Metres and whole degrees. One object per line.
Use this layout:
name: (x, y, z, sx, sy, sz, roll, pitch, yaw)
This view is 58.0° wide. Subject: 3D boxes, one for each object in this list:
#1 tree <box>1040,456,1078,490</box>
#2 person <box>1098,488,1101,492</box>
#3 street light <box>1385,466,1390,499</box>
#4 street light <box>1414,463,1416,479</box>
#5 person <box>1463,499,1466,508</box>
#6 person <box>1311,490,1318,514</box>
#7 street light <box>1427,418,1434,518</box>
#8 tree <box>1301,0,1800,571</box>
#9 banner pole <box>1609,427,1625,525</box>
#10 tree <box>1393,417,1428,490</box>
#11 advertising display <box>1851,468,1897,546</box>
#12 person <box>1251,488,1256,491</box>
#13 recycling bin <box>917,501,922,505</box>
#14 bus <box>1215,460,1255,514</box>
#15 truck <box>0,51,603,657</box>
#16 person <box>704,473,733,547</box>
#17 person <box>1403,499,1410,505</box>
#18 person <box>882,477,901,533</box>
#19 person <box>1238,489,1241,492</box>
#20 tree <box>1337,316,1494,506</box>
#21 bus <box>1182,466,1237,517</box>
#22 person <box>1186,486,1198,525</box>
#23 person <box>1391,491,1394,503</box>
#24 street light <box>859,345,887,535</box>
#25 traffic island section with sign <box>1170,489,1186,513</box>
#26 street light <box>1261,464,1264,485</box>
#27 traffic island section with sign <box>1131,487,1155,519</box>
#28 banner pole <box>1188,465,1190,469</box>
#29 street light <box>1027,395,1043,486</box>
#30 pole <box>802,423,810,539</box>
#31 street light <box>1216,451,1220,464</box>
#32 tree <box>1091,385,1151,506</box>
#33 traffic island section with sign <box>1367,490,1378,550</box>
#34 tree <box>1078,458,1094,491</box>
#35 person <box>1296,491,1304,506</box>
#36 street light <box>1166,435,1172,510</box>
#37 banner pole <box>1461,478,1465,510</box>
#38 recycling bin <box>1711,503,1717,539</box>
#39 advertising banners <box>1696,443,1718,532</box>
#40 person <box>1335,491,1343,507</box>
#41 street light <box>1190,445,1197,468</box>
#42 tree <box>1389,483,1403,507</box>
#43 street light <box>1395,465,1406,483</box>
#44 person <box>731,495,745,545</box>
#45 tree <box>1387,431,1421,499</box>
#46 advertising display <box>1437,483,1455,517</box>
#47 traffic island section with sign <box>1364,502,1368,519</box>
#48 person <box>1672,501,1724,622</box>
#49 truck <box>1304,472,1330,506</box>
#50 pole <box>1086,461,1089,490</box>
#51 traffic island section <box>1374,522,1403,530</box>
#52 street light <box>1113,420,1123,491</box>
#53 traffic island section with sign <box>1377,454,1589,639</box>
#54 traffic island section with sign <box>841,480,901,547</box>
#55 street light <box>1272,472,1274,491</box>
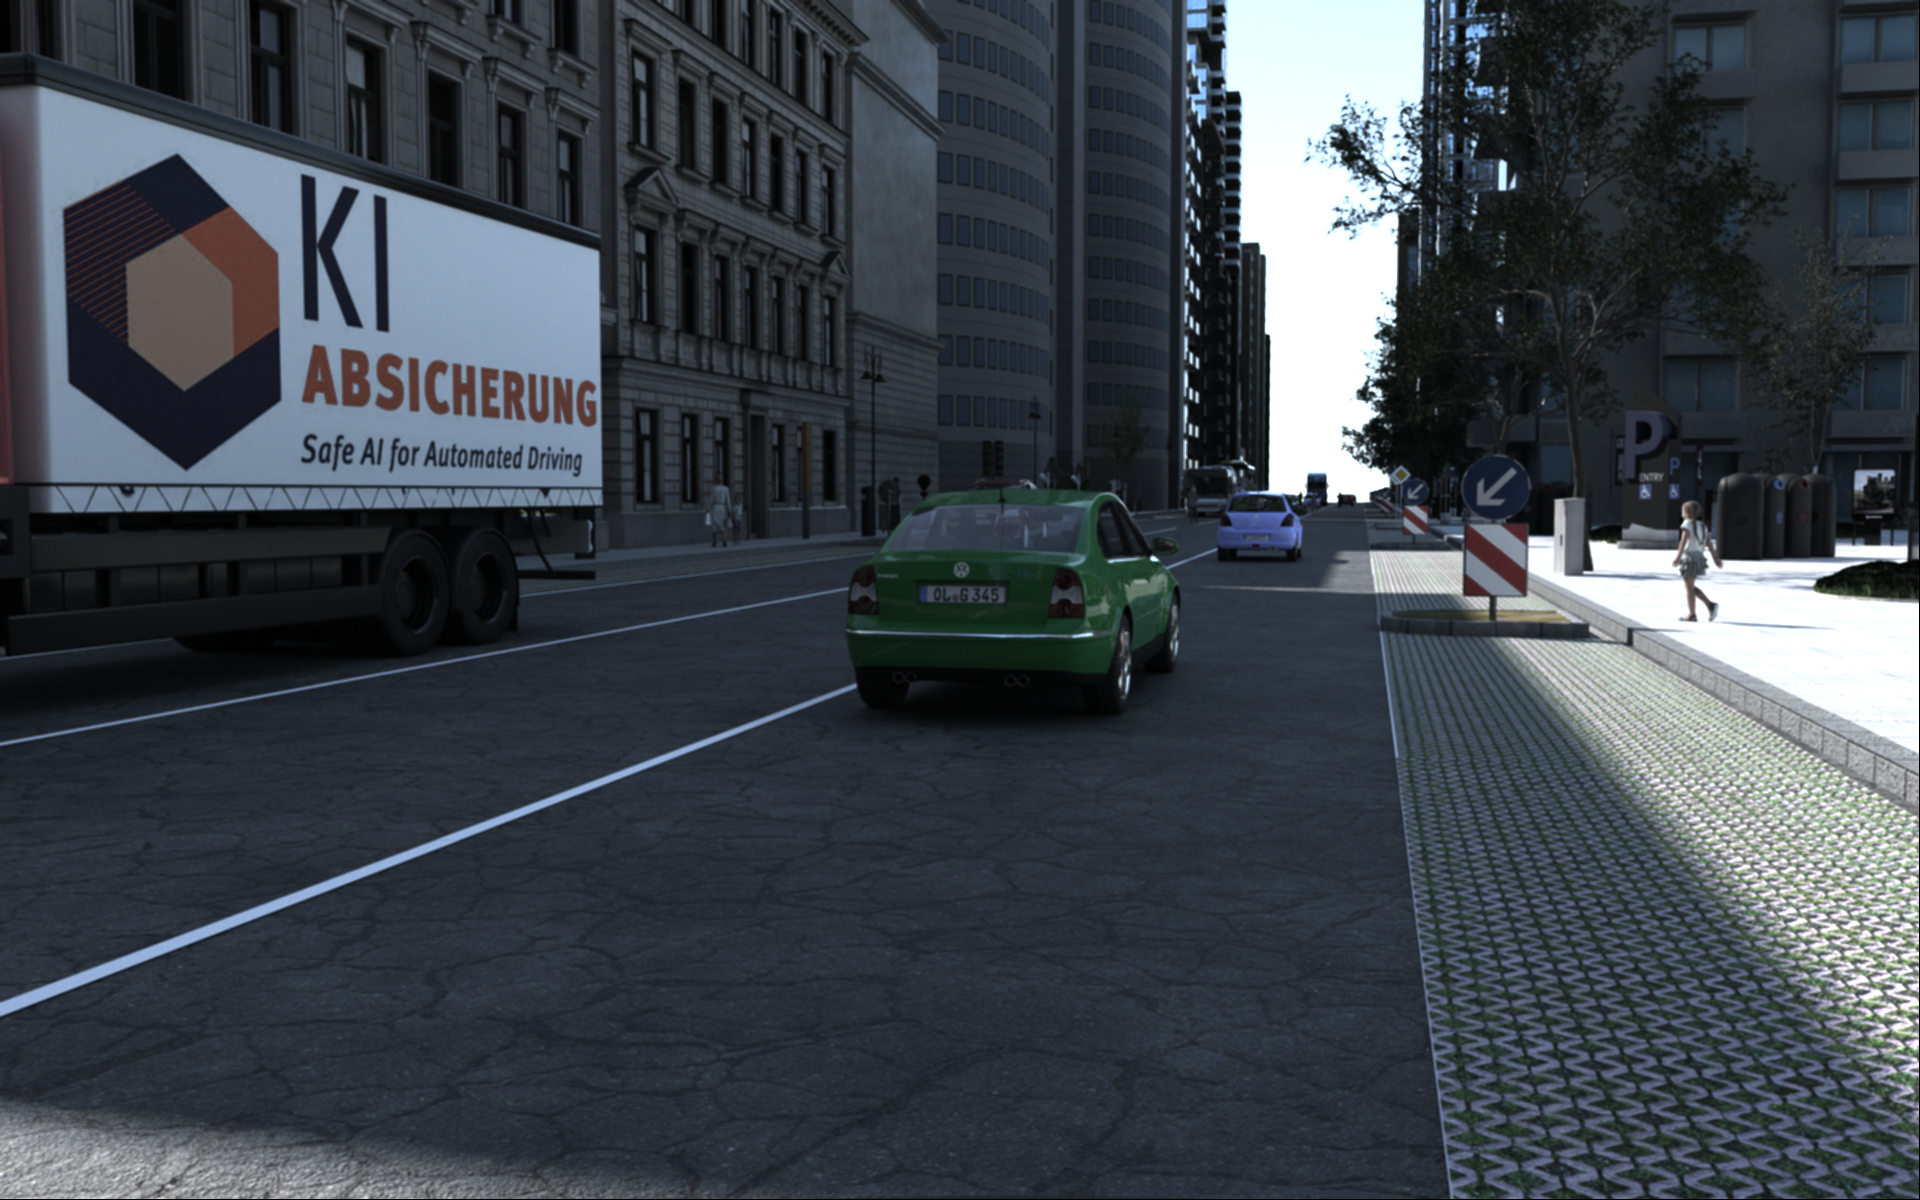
tree: (4.668, -5.664, 87.207, 1.663, 3.219, 1.824, 0, 3, 0)
person: (7.991, -5.598, 99.381, 0.330, 1.601, 0.589, 1, 4, 19)
street light: (55.561, -15.350, 223.754, 0.468, 5.910, 1.993, 1, 4, 13)
street light: (31.831, -9.072, 121.120, 0.468, 5.910, 1.993, 1, 4, 13)
person: (44.679, -8.939, 153.669, 0.593, 1.643, 0.415, 1, 4, 13)
person: (25.228, -6.965, 123.383, 0.522, 1.701, 0.512, 3, 5, 45)
street light: (25.454, -7.405, 93.861, 0.468, 5.910, 1.993, 1, 4, 13)
tree: (10.224, -5.777, 28.868, 8.767, 10.594, 7.601, -3, 4, -37)
banner pole: (24.575, -4.574, 64.805, 0.401, 3.779, 0.863, -3, 5, -39)
tree: (40.215, -12.520, 155.061, 4.737, 8.622, 4.395, 0, 3, 0)
advertising display: (22.755, -2.319, 43.131, 0.974, 1.923, 0.123, 2, 4, 32)
person: (17.373, -5.726, 102.308, 0.728, 1.800, 0.709, -1, 4, -10)
recycling bin: (-1.058, -3.062, 62.617, 0.722, 1.027, 0.722, 3, 5, 40)
bus: (20.375, -8.376, 128.494, 2.896, 3.916, 12.252, 1, 4, 12)
truck: (-6.434, -1.505, 13.520, 2.839, 4.237, 11.283, 1, 4, 15)
person: (-5.859, -2.175, 41.950, 0.694, 1.780, 0.624, -1, 4, -10)
person: (35.433, -7.989, 137.014, 0.694, 1.780, 0.624, 1, 4, 21)
person: (-2.208, -3.122, 56.941, 0.795, 1.843, 0.661, -3, 5, -43)
person: (19.280, -6.773, 119.464, 0.478, 1.798, 0.641, 2, 4, 25)
tree: (28.733, -11.635, 107.240, 9.611, 12.733, 9.660, 0, 3, 0)
bus: (15.961, -7.031, 109.821, 2.948, 3.499, 13.247, 1, 4, 11)
person: (10.808, -4.403, 80.673, 0.537, 1.800, 0.526, 0, 4, 6)
person: (60.643, -14.489, 242.958, 0.705, 1.821, 1.348, -2, 4, -31)
street light: (-2.695, -4.960, 53.878, 0.468, 5.910, 1.993, 1, 4, 13)
traffic island section with sign: (16.673, -7.325, 128.387, 1.989, 1.847, 2.006, 1, 4, 13)
street light: (46.056, -17.804, 263.875, 0.468, 5.910, 1.993, 1, 4, 13)
traffic island section with sign: (10.304, -5.647, 100.948, 1.989, 1.847, 2.006, 1, 4, 13)
banner pole: (19.630, -9.702, 148.643, 0.401, 3.779, 0.863, 0, 4, 5)
street light: (3.501, -6.599, 80.674, 0.468, 5.910, 1.993, 1, 4, 13)
pole: (-4.414, -3.407, 49.553, 0.158, 3.312, 0.155, 0, 3, 0)
street light: (27.122, -12.820, 182.395, 0.468, 5.910, 1.993, 1, 4, 13)
tree: (11.072, -10.194, 117.035, 4.737, 8.622, 4.395, 0, 3, 0)
traffic island section with sign: (11.643, -2.214, 44.822, 1.989, 1.847, 2.006, 1, 4, 13)
tree: (6.517, -6.034, 93.257, 1.663, 3.219, 1.824, 0, 3, 0)
person: (39.473, -11.764, 200.810, 0.705, 1.831, 1.348, -3, 4, -38)
street light: (16.366, -9.944, 135.380, 0.468, 5.910, 1.993, 1, 4, 13)
banner pole: (42.541, -9.572, 146.517, 0.401, 3.779, 0.863, 0, 4, 8)
recycling bin: (22.013, -2.272, 49.703, 0.722, 1.027, 0.722, 1, 4, 13)
advertising banners: (25.373, -3.818, 58.604, 0.090, 3.025, 2.074, 0, 4, -3)
person: (40.460, -10.766, 185.048, 0.750, 1.759, 0.617, -1, 4, -21)
street light: (20.956, -11.166, 155.344, 0.468, 5.910, 1.993, 1, 4, 13)
tree: (44.558, -11.127, 176.526, 1.663, 3.219, 1.824, 0, 3, 0)
street light: (43.065, -12.023, 169.360, 0.468, 5.910, 1.993, 1, 4, 13)
person: (-5.605, -2.019, 43.743, 0.332, 1.250, 0.352, -1, 4, -22)
tree: (36.839, -11.560, 139.363, 4.360, 8.622, 3.978, 0, 3, 0)
advertising display: (27.262, -5.626, 97.193, 0.974, 1.923, 0.123, 3, 4, 38)
traffic island section with sign: (24.209, -5.519, 98.856, 1.989, 1.847, 2.006, 1, 4, 13)
person: (7.356, -0.384, 17.330, 0.505, 1.210, 0.382, -2, 4, -35)
truck: (44.589, -13.844, 216.100, 2.967, 4.110, 18.799, 1, 4, 12)
pole: (7.795, -6.854, 105.902, 0.158, 3.312, 0.155, 0, 3, 0)
traffic island section: (19.418, -3.338, 76.864, 2.009, 0.180, 2.903, 1, 4, 13)
street light: (9.837, -8.282, 108.199, 0.468, 5.910, 1.993, 1, 4, 13)
traffic island section with sign: (5.451, -0.585, 18.189, 1.989, 1.847, 2.006, 1, 4, 13)
traffic island section with sign: (-2.050, -2.398, 47.829, 1.989, 1.847, 2.006, 1, 4, 13)
street light: (52.597, -19.478, 291.244, 0.468, 5.910, 1.993, 1, 4, 13)
